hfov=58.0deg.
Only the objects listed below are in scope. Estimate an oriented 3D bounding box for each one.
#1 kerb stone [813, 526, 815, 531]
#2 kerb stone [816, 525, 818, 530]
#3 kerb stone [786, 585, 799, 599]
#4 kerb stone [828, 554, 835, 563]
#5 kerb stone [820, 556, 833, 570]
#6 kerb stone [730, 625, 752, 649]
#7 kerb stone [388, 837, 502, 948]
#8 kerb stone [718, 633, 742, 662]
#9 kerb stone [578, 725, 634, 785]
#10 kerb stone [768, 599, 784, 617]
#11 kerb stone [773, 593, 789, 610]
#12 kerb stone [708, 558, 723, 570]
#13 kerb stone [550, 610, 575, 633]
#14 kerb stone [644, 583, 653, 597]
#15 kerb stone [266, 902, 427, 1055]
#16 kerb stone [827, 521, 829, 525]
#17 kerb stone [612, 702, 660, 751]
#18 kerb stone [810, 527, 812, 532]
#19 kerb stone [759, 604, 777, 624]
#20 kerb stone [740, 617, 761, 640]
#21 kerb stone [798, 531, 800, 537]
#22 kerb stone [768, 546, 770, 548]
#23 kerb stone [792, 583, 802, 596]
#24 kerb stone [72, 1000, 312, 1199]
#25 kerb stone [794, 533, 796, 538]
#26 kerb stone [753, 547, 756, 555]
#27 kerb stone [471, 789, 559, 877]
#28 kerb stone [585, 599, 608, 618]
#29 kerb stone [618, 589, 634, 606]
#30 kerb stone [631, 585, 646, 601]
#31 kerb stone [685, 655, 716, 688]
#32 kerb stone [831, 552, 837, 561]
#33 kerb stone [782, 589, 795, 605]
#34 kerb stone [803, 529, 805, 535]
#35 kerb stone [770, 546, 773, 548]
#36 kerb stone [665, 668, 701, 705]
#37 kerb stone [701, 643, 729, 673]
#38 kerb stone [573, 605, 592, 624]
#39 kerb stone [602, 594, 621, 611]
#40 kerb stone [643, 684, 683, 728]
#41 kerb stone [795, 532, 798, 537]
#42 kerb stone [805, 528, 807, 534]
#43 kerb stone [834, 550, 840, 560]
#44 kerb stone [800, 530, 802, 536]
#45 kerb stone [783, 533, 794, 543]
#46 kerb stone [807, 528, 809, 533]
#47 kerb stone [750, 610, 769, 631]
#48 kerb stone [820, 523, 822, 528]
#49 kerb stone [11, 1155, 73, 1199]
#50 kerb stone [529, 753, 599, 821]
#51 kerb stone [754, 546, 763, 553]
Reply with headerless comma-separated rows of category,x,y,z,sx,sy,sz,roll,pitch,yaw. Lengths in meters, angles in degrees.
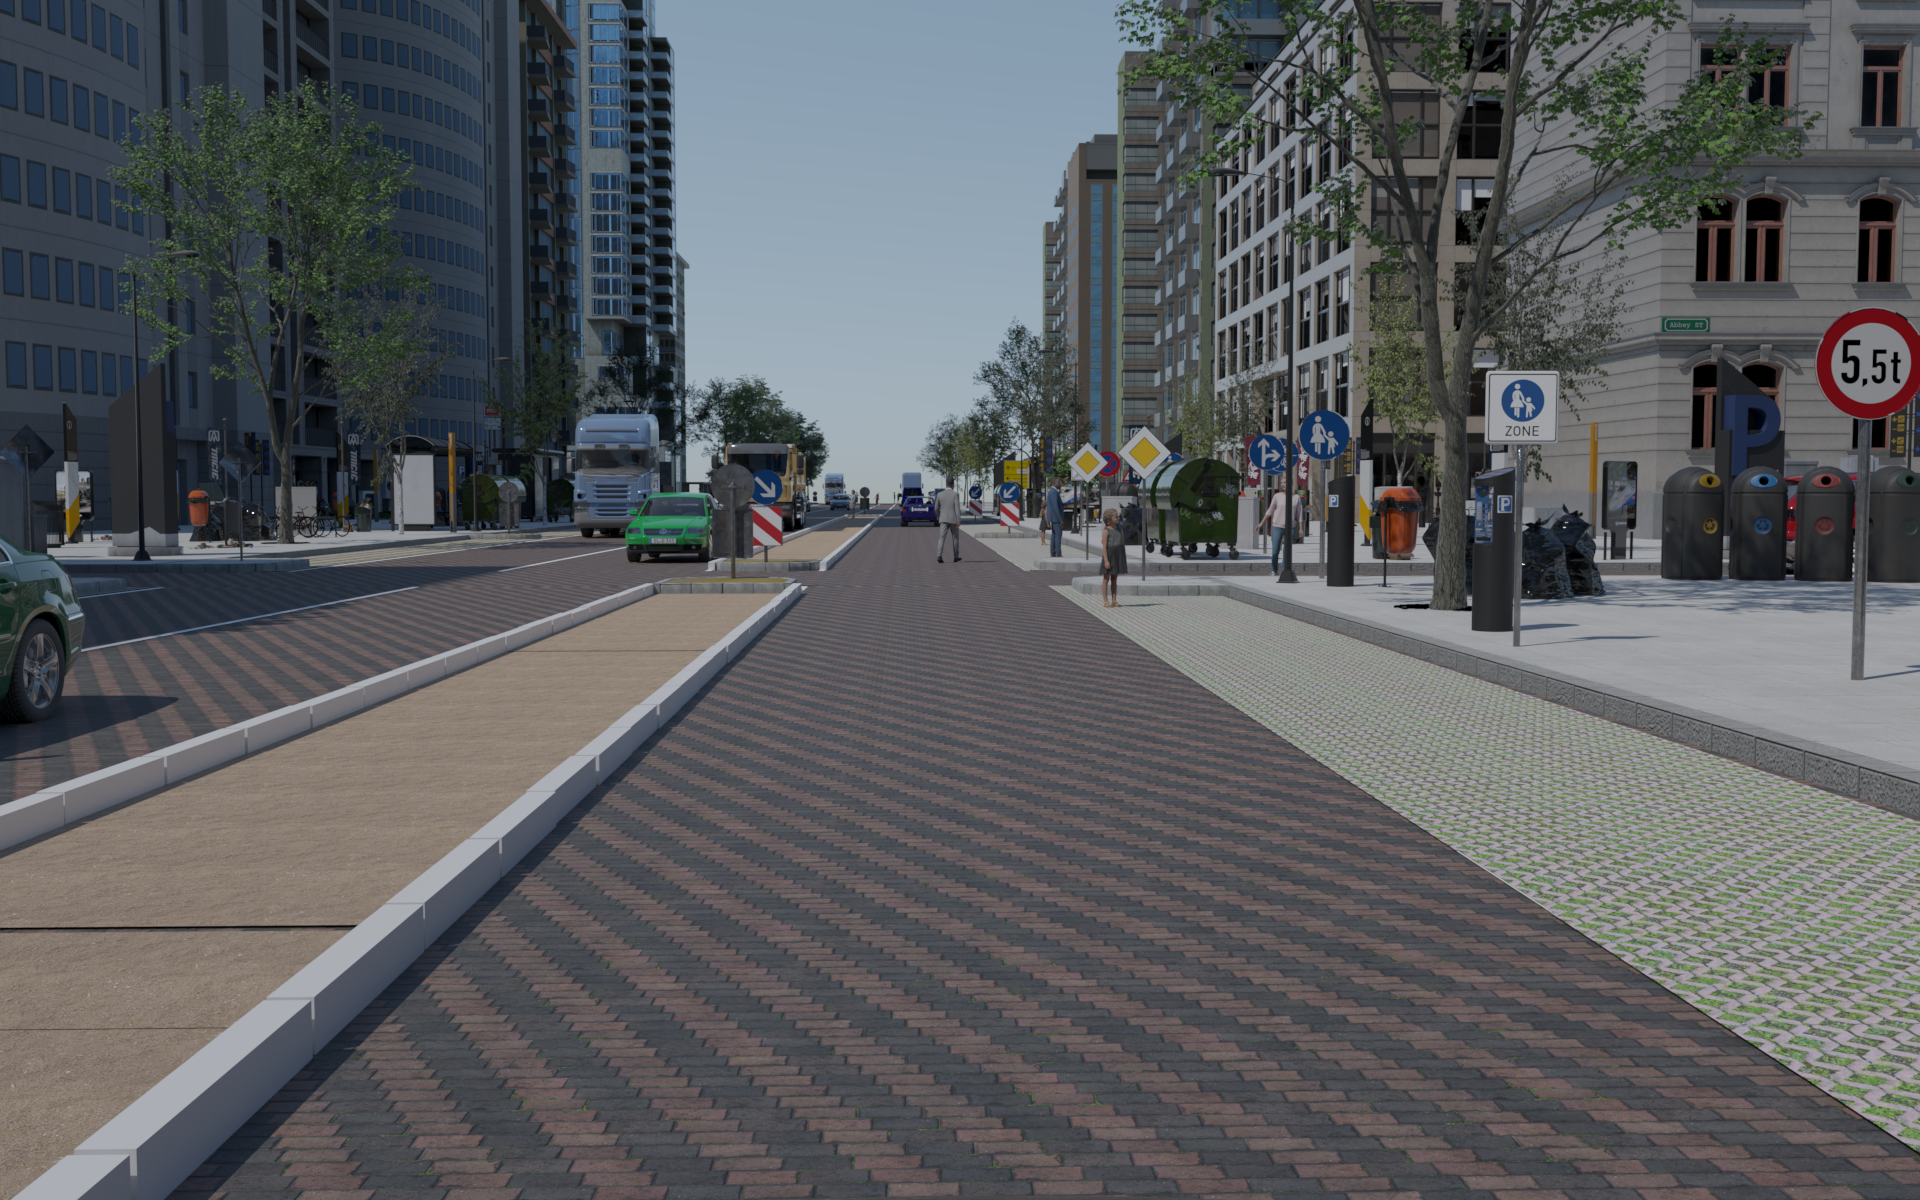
kerb stone,-5.710,-2.670,65.876,0.120,0.150,1.000,0,4,-2
kerb stone,-5.765,-2.796,67.922,0.120,0.150,1.000,0,4,-2
kerb stone,-2.296,-0.070,23.372,0.120,0.150,1.000,0,4,-2
kerb stone,-2.666,-0.789,35.157,0.120,0.150,1.000,0,4,-2
kerb stone,-2.627,-0.730,34.136,0.120,0.150,1.000,0,4,-2
kerb stone,-2.076,0.366,16.207,0.120,0.150,1.000,0,4,-2
kerb stone,-1.757,0.994,5.940,0.120,0.150,1.000,0,4,-2
kerb stone,-2.040,0.430,15.170,0.120,0.150,1.000,0,4,-2
kerb stone,-1.851,0.806,9.021,0.120,0.150,1.000,0,4,-2
kerb stone,-2.192,0.121,20.307,0.120,0.150,1.000,0,4,-2
kerb stone,-2.232,0.053,21.328,0.120,0.150,1.000,0,4,-2
kerb stone,-4.691,-0.666,33.091,0.120,0.150,1.000,0,4,-2
kerb stone,-4.235,0.244,18.203,0.120,0.150,1.000,0,4,-2
kerb stone,-4.421,-0.131,24.344,0.120,0.150,1.000,0,4,-2
kerb stone,-1.722,1.057,4.918,0.120,0.150,1.000,0,4,-2
kerb stone,-6.044,-3.362,77.157,0.120,0.150,1.000,0,4,-2
kerb stone,-1.890,0.744,10.048,0.120,0.150,1.000,0,4,-2
kerb stone,-5.646,-2.547,63.833,0.120,0.150,1.000,0,4,-2
kerb stone,-2.169,0.178,19.279,0.120,0.150,1.000,0,4,-2
kerb stone,-2.108,0.305,17.234,0.120,0.150,1.000,0,4,-2
kerb stone,-5.415,-2.108,56.666,0.120,0.150,1.000,0,4,-2
kerb stone,-5.037,-1.356,44.368,0.120,0.150,1.000,0,4,-2
kerb stone,-2.324,-0.134,24.404,0.120,0.150,1.000,0,4,-2
kerb stone,-1.689,1.119,3.893,0.120,0.150,1.000,0,4,-2
kerb stone,-5.354,-1.979,54.623,0.120,0.150,1.000,0,4,-2
kerb stone,-4.914,-1.105,40.262,0.120,0.150,1.000,0,4,-2
kerb stone,-1.786,0.932,6.965,0.120,0.150,1.000,0,4,-2
kerb stone,-4.296,0.119,20.256,0.120,0.150,1.000,0,4,-2
kerb stone,-4.364,-0.002,22.300,0.120,0.150,1.000,0,4,-2
kerb stone,-4.396,-0.069,23.322,0.120,0.150,1.000,0,4,-2
kerb stone,-1.983,0.555,13.119,0.120,0.150,1.000,0,4,-2
kerb stone,-2.695,-0.855,36.179,0.120,0.150,1.000,0,4,-2
kerb stone,-2.258,-0.003,22.351,0.120,0.150,1.000,0,4,-2
kerb stone,-5.517,-2.296,59.742,0.120,0.150,1.000,0,4,-2
kerb stone,-5.080,-1.418,45.399,0.120,0.150,1.000,0,4,-2
kerb stone,-1.946,0.618,12.098,0.120,0.150,1.000,0,4,-2
kerb stone,-2.020,0.492,14.148,0.120,0.150,1.000,0,4,-2
kerb stone,-4.266,0.191,19.232,0.120,0.150,1.000,0,4,-2
kerb stone,-4.335,0.057,21.277,0.120,0.150,1.000,0,4,-2
kerb stone,-1.911,0.680,11.076,0.120,0.150,1.000,0,4,-2
kerb stone,-5.388,-2.046,55.644,0.120,0.150,1.000,0,4,-2
kerb stone,-5.548,-2.359,60.769,0.120,0.150,1.000,0,4,-2
kerb stone,-2.718,-0.918,37.200,0.120,0.150,1.000,0,4,-2
kerb stone,-5.441,-2.169,57.691,0.120,0.150,1.000,0,4,-2
kerb stone,-5.323,-1.921,53.596,0.120,0.150,1.000,0,4,-2
kerb stone,-5.577,-2.415,61.791,0.120,0.150,1.000,0,4,-2
kerb stone,-2.138,0.241,18.256,0.120,0.150,1.000,0,4,-2
kerb stone,-5.862,-2.985,71.001,0.120,0.150,1.000,0,4,-2
kerb stone,-1.659,1.184,2.872,0.120,0.150,1.000,0,4,-2
kerb stone,-1.829,0.869,7.986,0.120,0.150,1.000,0,4,-2
kerb stone,-4.980,-1.231,42.322,0.120,0.150,1.000,0,4,-2
